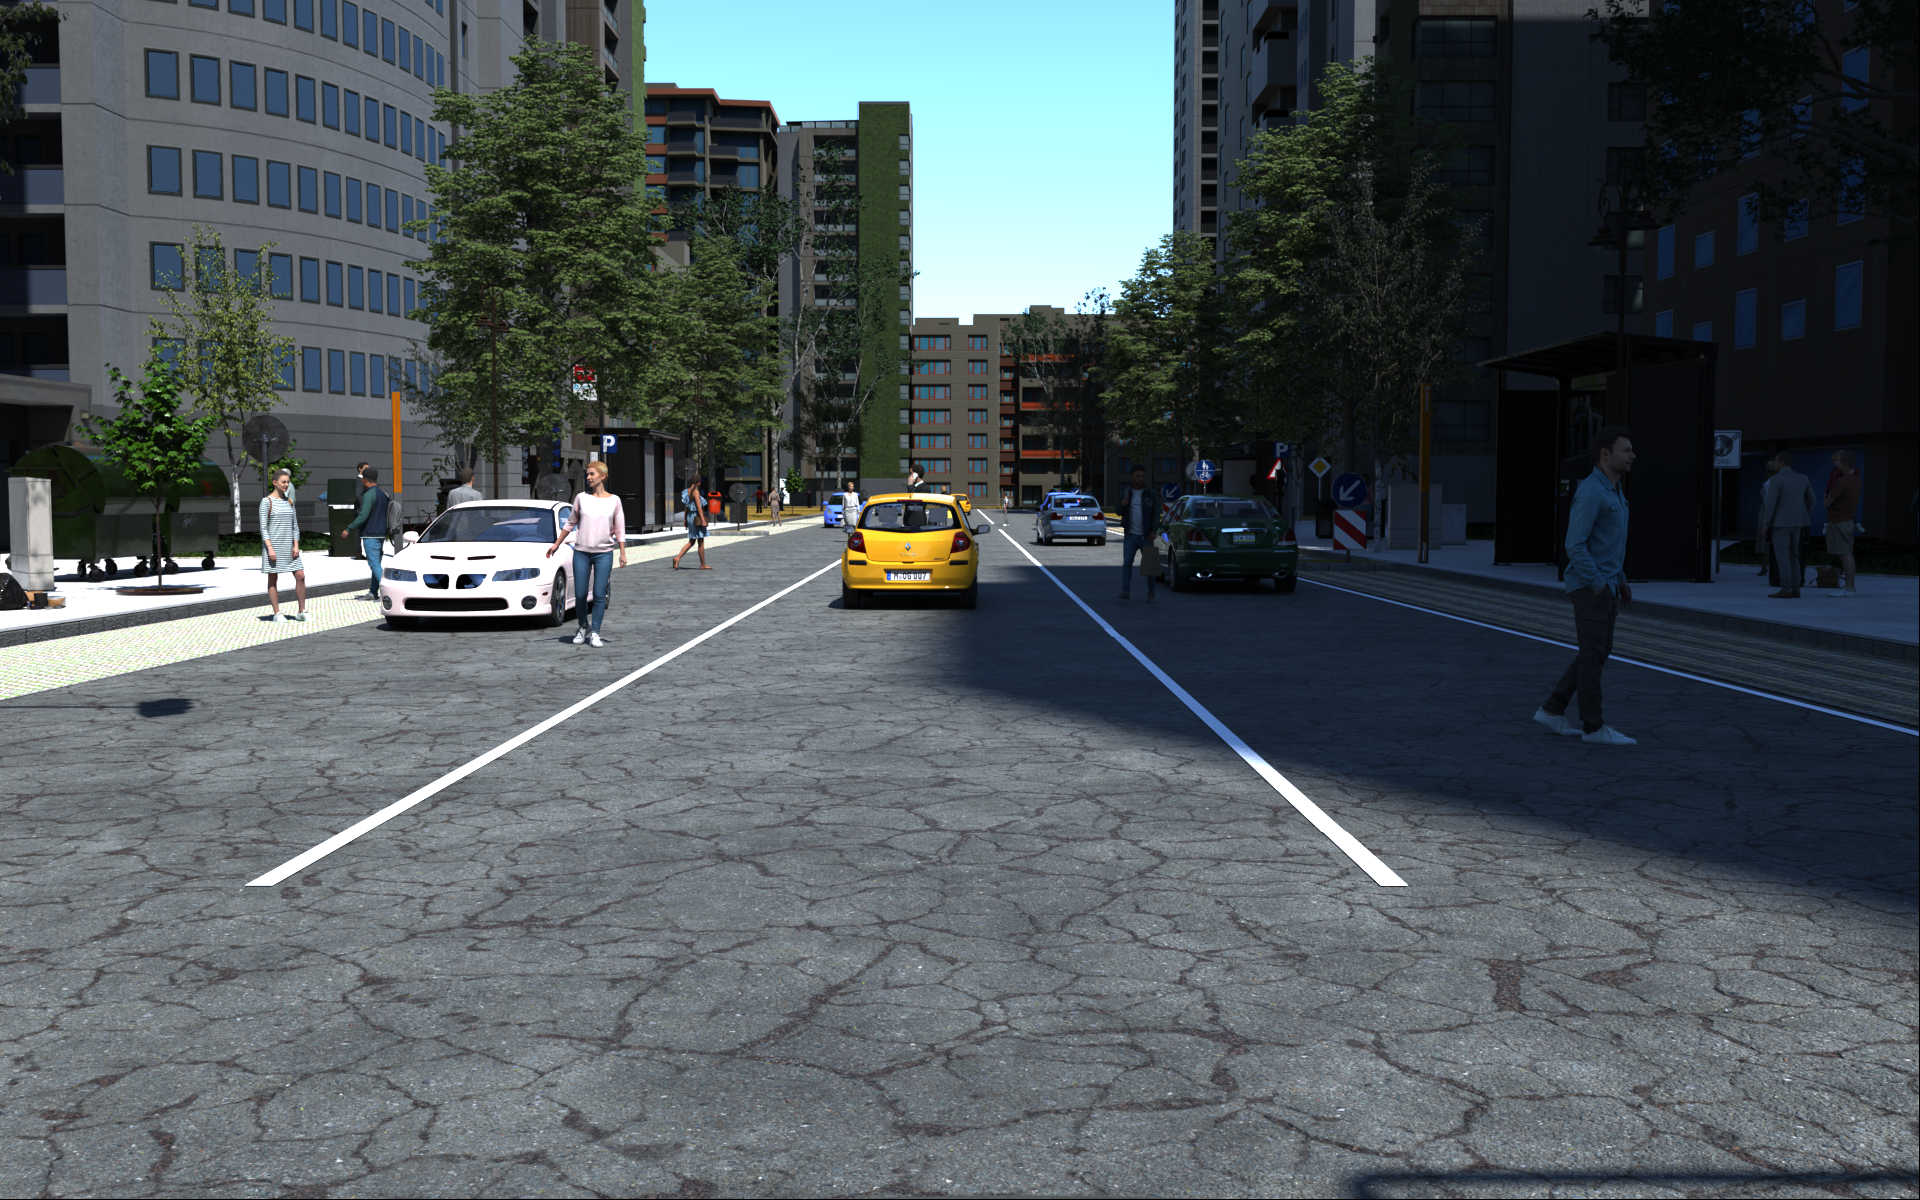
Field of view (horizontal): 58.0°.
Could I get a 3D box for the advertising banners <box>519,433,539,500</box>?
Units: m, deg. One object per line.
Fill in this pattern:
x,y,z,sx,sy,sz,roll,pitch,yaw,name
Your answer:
-12.181,-3.311,50.316,0.090,3.025,2.074,1,4,21,advertising banners

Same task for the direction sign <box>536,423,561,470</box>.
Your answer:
-13.167,-3.882,55.474,0.876,3.537,0.379,1,4,18,direction sign

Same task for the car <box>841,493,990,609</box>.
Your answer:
-0.606,-0.787,23.091,2.015,1.641,3.980,0,4,1,car

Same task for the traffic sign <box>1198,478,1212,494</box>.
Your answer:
11.630,-5.040,82.506,0.768,2.556,0.104,1,4,9,traffic sign

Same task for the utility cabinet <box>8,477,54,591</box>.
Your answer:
-12.404,-0.885,23.149,0.318,1.500,1.173,-3,4,-39,utility cabinet

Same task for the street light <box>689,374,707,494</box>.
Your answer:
-10.031,-5.729,66.464,0.468,5.910,1.993,0,3,0,street light

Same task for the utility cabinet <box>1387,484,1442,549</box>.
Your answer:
10.527,-1.922,40.100,1.173,1.500,0.318,0,4,2,utility cabinet

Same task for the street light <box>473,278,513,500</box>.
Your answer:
-9.988,-3.940,37.199,0.468,5.910,1.993,0,3,0,street light

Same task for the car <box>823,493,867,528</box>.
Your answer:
-4.866,-3.934,73.908,1.945,1.707,3.694,0,4,0,car

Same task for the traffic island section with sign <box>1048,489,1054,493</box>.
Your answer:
7.145,-7.822,136.524,1.989,1.847,2.006,0,3,0,traffic island section with sign

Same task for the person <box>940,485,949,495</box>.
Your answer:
-0.824,-3.923,72.860,0.699,1.804,1.509,-1,4,-19,person

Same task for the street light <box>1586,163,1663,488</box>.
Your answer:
9.072,-3.120,23.801,0.468,5.910,1.993,0,3,0,street light

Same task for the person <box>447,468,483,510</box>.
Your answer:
-6.913,-0.963,24.443,0.606,1.804,0.583,1,4,13,person

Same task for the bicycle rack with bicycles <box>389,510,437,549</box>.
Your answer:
-11.274,-1.626,39.968,2.925,0.926,2.852,2,4,28,bicycle rack with bicycles

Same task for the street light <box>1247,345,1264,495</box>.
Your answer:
9.040,-4.883,52.618,0.468,5.910,1.993,0,3,0,street light

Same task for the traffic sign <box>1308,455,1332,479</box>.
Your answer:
12.057,-3.563,57.992,0.795,2.593,0.064,1,4,9,traffic sign

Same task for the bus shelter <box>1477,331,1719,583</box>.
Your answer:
10.121,-2.249,28.061,1.731,3.624,6.357,0,4,0,bus shelter

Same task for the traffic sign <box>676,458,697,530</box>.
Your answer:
-9.657,-3.729,61.083,0.768,2.556,0.104,0,4,6,traffic sign

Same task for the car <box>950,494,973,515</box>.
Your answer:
-0.128,-6.559,117.463,2.015,1.641,3.980,0,4,0,car

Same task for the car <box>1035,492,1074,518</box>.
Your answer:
4.033,-3.705,70.162,1.945,1.707,3.694,0,4,-1,car

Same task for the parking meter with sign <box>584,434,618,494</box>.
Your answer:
-10.513,-3.282,49.925,0.543,3.016,1.738,1,4,19,parking meter with sign

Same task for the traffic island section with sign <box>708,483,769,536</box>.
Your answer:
-7.624,-3.123,59.682,1.989,1.847,2.006,0,3,0,traffic island section with sign

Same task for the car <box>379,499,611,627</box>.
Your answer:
-5.270,-0.476,20.148,2.083,1.381,4.827,0,4,-1,car

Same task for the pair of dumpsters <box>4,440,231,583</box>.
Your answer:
-13.028,-1.499,26.995,1.574,2.255,4.437,0,3,0,pair of dumpsters

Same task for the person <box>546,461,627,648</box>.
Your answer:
-3.530,-0.438,16.329,0.731,1.740,0.598,-1,4,-15,person

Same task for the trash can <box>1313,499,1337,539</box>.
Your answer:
10.560,-2.341,49.932,0.748,1.137,0.748,0,3,0,trash can

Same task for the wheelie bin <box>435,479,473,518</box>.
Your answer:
-10.257,-1.676,35.313,0.980,1.594,0.693,0,4,4,wheelie bin

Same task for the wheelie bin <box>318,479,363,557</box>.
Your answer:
-12.610,-1.685,35.454,0.980,1.594,0.693,-1,4,-14,wheelie bin

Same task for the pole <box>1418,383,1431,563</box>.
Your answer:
8.583,-2.334,32.005,0.158,3.312,0.155,0,3,0,pole

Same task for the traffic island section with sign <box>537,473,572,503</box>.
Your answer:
-7.633,-1.447,32.294,1.989,1.847,2.006,0,3,0,traffic island section with sign

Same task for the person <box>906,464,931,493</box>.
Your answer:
-0.758,-1.205,27.565,0.474,1.900,0.648,-3,5,-45,person

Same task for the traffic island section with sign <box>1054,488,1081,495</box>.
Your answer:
7.131,-6.161,109.356,1.989,1.847,2.006,0,3,0,traffic island section with sign

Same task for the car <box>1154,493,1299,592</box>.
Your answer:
3.999,-0.917,26.791,2.131,1.459,4.920,0,4,0,car

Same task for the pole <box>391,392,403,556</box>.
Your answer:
-11.278,-2.499,34.702,0.158,3.312,0.155,0,3,0,pole

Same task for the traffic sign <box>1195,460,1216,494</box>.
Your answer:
9.079,-3.920,64.199,0.768,2.556,0.104,0,4,1,traffic sign

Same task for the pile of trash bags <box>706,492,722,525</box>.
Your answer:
-11.392,-3.708,70.372,3.447,1.369,1.912,0,4,-6,pile of trash bags

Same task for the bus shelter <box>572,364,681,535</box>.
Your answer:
-10.843,-4.800,56.110,2.179,5.291,8.768,0,3,0,bus shelter

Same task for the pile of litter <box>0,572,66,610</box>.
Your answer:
-10.906,-0.341,19.536,1.719,0.858,1.176,2,4,29,pile of litter

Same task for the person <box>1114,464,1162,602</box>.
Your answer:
2.385,-0.872,22.739,0.794,1.824,0.713,3,4,38,person

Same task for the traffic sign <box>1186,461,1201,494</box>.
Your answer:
9.042,-4.065,66.574,0.768,2.556,0.104,0,4,3,traffic sign

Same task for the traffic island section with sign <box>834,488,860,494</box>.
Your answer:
-7.602,-6.206,110.090,1.989,1.847,2.006,0,3,0,traffic island section with sign

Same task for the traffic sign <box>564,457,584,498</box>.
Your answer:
-13.446,-3.706,60.605,0.884,2.594,0.081,0,4,5,traffic sign

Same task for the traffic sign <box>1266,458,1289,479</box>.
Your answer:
11.129,-3.698,60.458,0.884,2.594,0.081,0,4,1,traffic sign

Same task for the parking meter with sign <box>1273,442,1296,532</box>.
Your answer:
10.988,-3.802,58.429,0.543,3.016,1.738,1,4,20,parking meter with sign

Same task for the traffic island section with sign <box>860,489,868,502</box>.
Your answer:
-7.578,-7.854,137.045,1.989,1.847,2.006,0,3,0,traffic island section with sign

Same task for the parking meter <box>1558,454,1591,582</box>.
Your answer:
8.959,-1.197,25.278,0.399,1.863,0.255,-1,4,-21,parking meter

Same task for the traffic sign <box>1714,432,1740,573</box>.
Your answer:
12.258,-1.580,27.961,0.606,2.300,0.079,0,4,2,traffic sign

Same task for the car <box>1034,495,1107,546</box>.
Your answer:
3.150,-2.284,49.348,2.014,1.417,4.499,0,4,-1,car

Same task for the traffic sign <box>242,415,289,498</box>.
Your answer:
-11.201,-1.703,27.946,0.768,2.556,0.104,0,4,1,traffic sign

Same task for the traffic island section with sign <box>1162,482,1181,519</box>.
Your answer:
7.096,-3.128,59.766,1.989,1.847,2.006,0,3,0,traffic island section with sign

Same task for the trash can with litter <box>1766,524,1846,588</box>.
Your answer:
11.706,-0.767,23.928,1.055,1.170,0.624,2,4,32,trash can with litter

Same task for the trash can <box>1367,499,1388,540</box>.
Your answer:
11.610,-2.256,48.540,0.748,1.137,0.748,0,3,0,trash can

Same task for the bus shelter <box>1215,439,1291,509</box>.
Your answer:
11.132,-4.420,66.199,2.014,3.302,5.546,0,4,0,bus shelter

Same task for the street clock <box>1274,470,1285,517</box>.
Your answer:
9.540,-2.884,51.719,0.358,2.002,0.471,0,4,2,street clock

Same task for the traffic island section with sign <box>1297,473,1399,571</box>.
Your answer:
7.098,-1.479,32.811,1.989,1.847,2.006,0,3,0,traffic island section with sign

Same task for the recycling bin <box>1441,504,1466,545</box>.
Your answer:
12.376,-1.916,43.877,0.722,1.027,0.722,0,4,1,recycling bin

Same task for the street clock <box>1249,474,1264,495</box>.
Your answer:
10.732,-3.557,62.726,0.471,2.002,0.358,2,4,33,street clock

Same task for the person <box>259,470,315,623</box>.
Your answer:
-7.534,-0.594,19.222,0.522,1.701,0.512,2,4,31,person

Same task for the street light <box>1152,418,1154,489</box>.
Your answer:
9.132,-6.675,81.919,0.468,5.910,1.993,0,3,0,street light
